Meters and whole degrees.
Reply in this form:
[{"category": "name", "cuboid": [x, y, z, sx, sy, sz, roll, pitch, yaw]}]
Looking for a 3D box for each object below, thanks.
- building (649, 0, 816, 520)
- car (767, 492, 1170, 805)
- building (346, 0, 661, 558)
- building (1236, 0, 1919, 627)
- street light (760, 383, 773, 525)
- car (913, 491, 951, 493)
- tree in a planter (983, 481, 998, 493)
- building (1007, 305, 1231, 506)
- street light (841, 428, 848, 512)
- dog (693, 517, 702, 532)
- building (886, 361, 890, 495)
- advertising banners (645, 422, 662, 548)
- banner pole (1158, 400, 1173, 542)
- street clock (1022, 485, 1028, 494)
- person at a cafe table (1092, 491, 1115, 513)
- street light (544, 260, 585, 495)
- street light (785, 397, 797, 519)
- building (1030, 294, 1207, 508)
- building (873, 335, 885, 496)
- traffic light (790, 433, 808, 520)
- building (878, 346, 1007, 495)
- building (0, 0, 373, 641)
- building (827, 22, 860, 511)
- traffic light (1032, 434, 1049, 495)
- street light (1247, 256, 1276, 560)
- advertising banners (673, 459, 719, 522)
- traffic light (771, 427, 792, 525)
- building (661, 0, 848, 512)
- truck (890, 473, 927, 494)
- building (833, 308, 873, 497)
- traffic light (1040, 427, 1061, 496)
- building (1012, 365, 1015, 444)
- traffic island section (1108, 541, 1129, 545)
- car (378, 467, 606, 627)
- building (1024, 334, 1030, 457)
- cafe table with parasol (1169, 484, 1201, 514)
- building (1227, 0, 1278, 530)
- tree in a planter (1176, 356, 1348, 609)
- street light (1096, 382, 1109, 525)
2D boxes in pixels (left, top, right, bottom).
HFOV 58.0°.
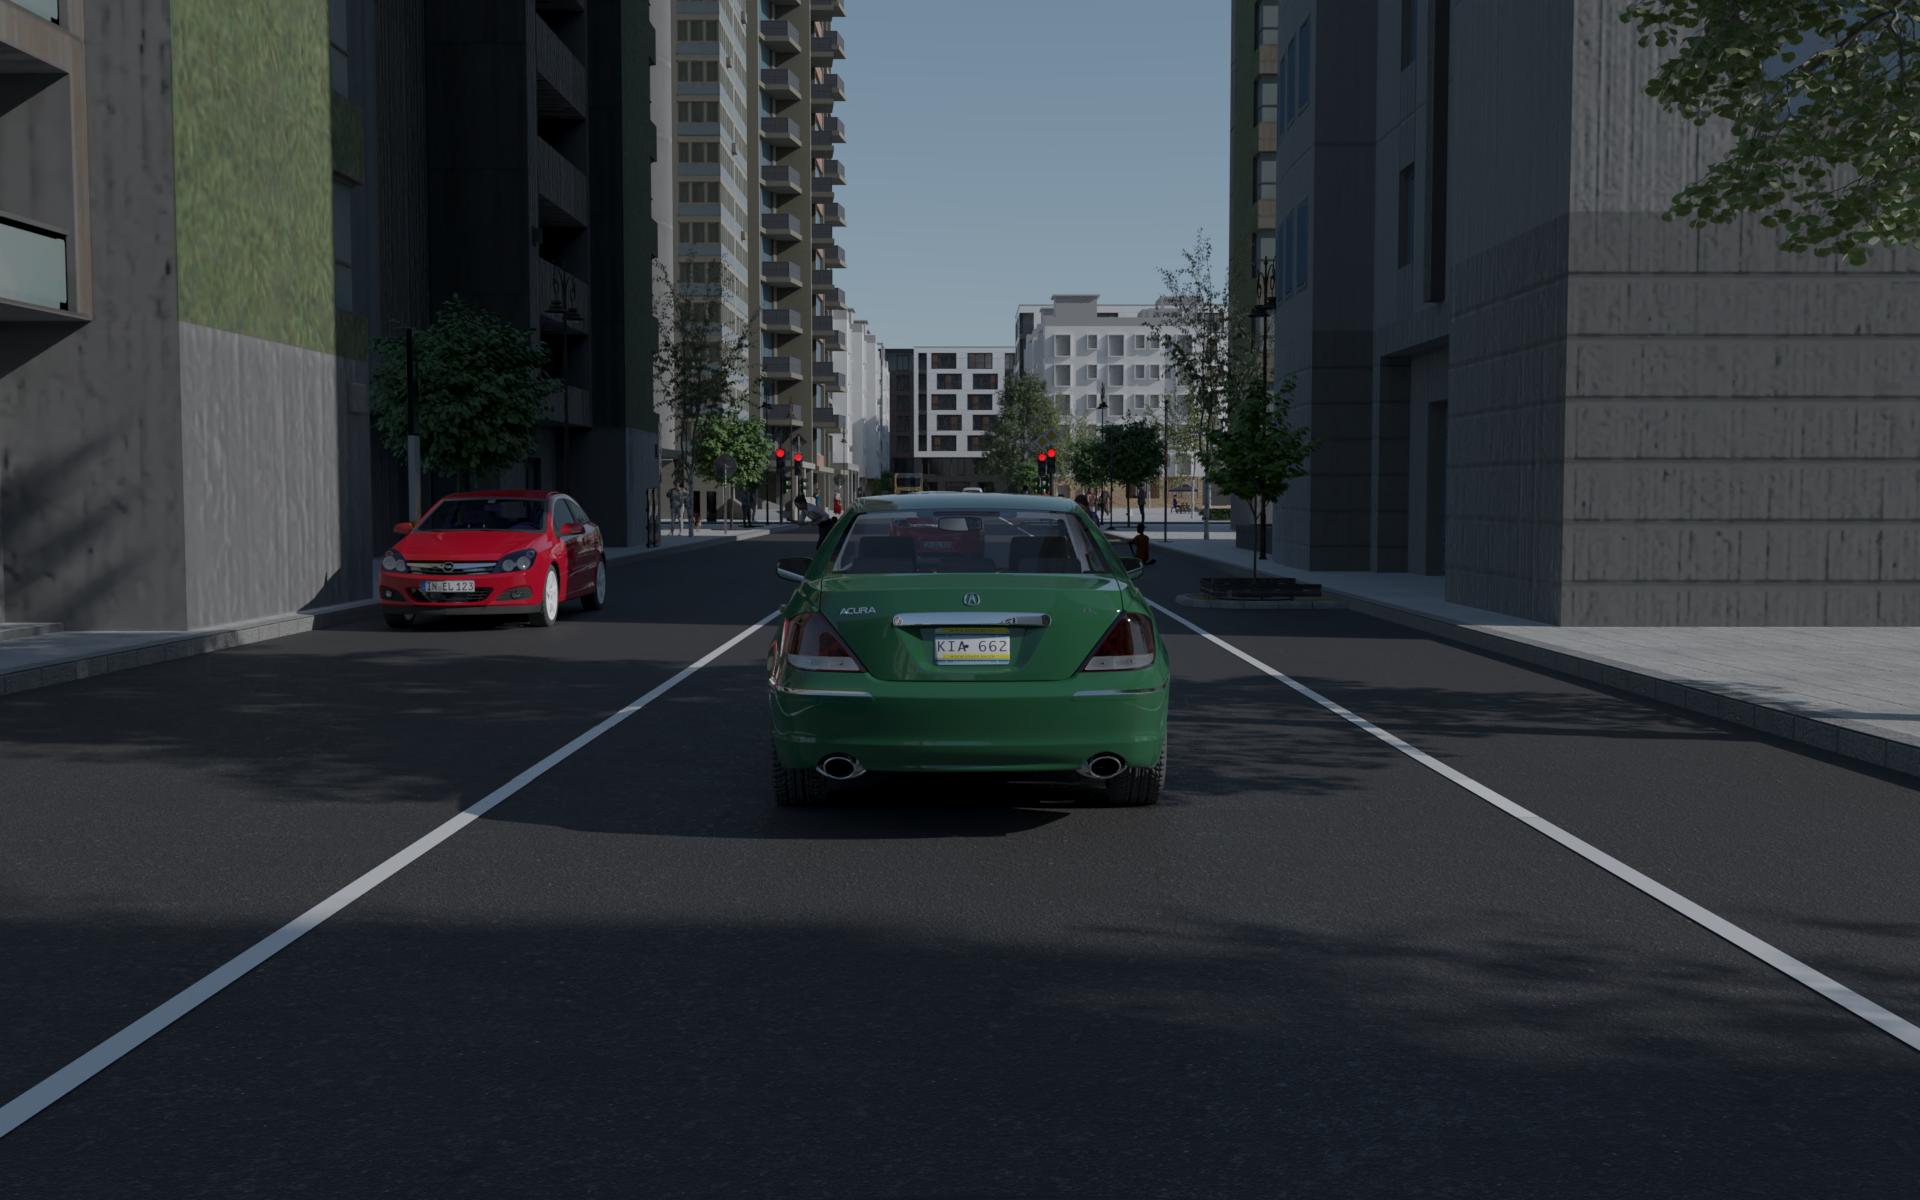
[{"category": "building", "cuboid": [-24.392, -24.505, 92.540, 32.217, 40.220, 23.993, 0, 3, 0]}, {"category": "car", "cuboid": [0.011, 0.146, 9.414, 2.131, 1.459, 4.920, 0, 4, -1]}, {"category": "building", "cuboid": [-15.043, -16.332, 38.730, 14.160, 30.474, 14.107, 0, 3, 0]}, {"category": "building", "cuboid": [16.275, -29.780, 28.906, 21.231, 58.520, 28.212, 0, 3, 0]}, {"category": "street light", "cuboid": [-7.954, -6.031, 71.394, 0.468, 5.910, 1.993, 0, 3, 0]}, {"category": "car", "cuboid": [-0.433, -1.521, 33.912, 2.155, 1.783, 4.494, 0, 3, 0]}, {"category": "tree in a planter", "cuboid": [3.703, -13.050, 210.582, 1.991, 3.239, 1.994, 0, 3, 0]}, {"category": "building", "cuboid": [20.307, -21.961, 203.040, 27.936, 21.610, 32.646, 0, 3, 0]}, {"category": "street light", "cuboid": [-7.934, -8.912, 118.501, 0.468, 5.910, 1.993, 0, 3, 0]}, {"category": "dog", "cuboid": [-8.896, -2.557, 58.639, 0.540, 0.507, 0.406, 1, 4, 23]}, {"category": "building", "cuboid": [-14.891, -22.370, 222.163, 11.380, 20.091, 16.016, 0, 3, 0]}, {"category": "advertising banners", "cuboid": [-7.355, -2.788, 41.773, 0.090, 3.025, 2.074, 0, 4, 1]}, {"category": "banner pole", "cuboid": [5.449, -3.412, 45.805, 0.401, 3.779, 0.863, 0, 4, 6]}, {"category": "street clock", "cuboid": [5.448, -8.592, 145.046, 0.471, 2.002, 0.358, -1, 4, -14]}, {"category": "person at a cafe table", "cuboid": [9.726, -6.955, 122.235, 1.698, 1.524, 1.622, 2, 4, 26]}, {"category": "street light", "cuboid": [-7.824, -3.769, 34.406, 0.468, 5.910, 1.993, 0, 3, 0]}, {"category": "street light", "cuboid": [-7.875, -6.612, 80.887, 0.468, 5.910, 1.993, 0, 3, 0]}, {"category": "building", "cuboid": [15.343, -19.164, 169.751, 16.016, 20.091, 11.380, 0, 3, 0]}, {"category": "building", "cuboid": [-16.607, -20.155, 185.952, 16.016, 20.091, 11.380, 0, 3, 0]}, {"category": "traffic light", "cuboid": [-7.463, -5.590, 80.320, 0.839, 4.253, 0.868, 0, 3, 0]}, {"category": "building", "cuboid": [-8.577, -25.054, 253.604, 32.646, 21.610, 27.936, 0, 3, 0]}, {"category": "building", "cuboid": [-14.244, -20.162, 13.248, 14.154, 41.232, 14.086, 0, 3, 0]}, {"category": "building", "cuboid": [-18.912, -43.101, 142.946, 20.563, 71.187, 20.611, 0, 3, 0]}, {"category": "traffic light", "cuboid": [3.778, -5.592, 80.345, 0.839, 4.253, 0.868, 0, 3, 0]}, {"category": "street light", "cuboid": [5.939, -3.731, 33.791, 0.468, 5.910, 1.993, 0, 3, 0]}, {"category": "advertising banners", "cuboid": [-12.144, -5.096, 79.506, 2.074, 3.025, 0.090, -1, 4, -11]}, {"category": "traffic light", "cuboid": [-7.456, -5.102, 72.335, 0.839, 4.253, 0.868, 0, 3, 0]}, {"category": "building", "cuboid": [-19.297, -28.389, 118.786, 22.147, 44.769, 28.867, 0, 3, 0]}, {"category": "truck", "cuboid": [-4.874, -10.300, 164.332, 3.469, 3.379, 9.791, 0, 4, -1]}, {"category": "building", "cuboid": [-17.324, -19.412, 173.806, 16.016, 20.091, 11.380, 0, 3, 0]}, {"category": "traffic light", "cuboid": [3.785, -5.103, 72.360, 0.839, 4.253, 0.868, 0, 3, 0]}, {"category": "building", "cuboid": [14.798, -22.546, 225.053, 16.016, 20.091, 11.380, 0, 3, 0]}, {"category": "traffic island section", "cuboid": [3.838, -1.663, 50.051, 1.991, 0.108, 1.994, 0, 3, 0]}, {"category": "car", "cuboid": [-5.308, -0.671, 20.009, 2.155, 1.783, 4.494, 0, 4, -1]}, {"category": "building", "cuboid": [14.766, -19.859, 181.110, 16.016, 20.091, 11.380, 0, 3, 0]}, {"category": "cafe table with parasol", "cuboid": [14.615, -6.578, 112.418, 2.610, 1.966, 2.610, -1, 4, -20]}, {"category": "building", "cuboid": [16.860, -23.236, 63.497, 14.154, 41.232, 14.086, 0, 3, 0]}, {"category": "tree in a planter", "cuboid": [3.857, -1.548, 22.536, 1.991, 3.239, 1.994, 0, 3, 0]}, {"category": "street light", "cuboid": [5.860, -6.026, 71.315, 0.468, 5.910, 1.993, 0, 3, 0]}]
